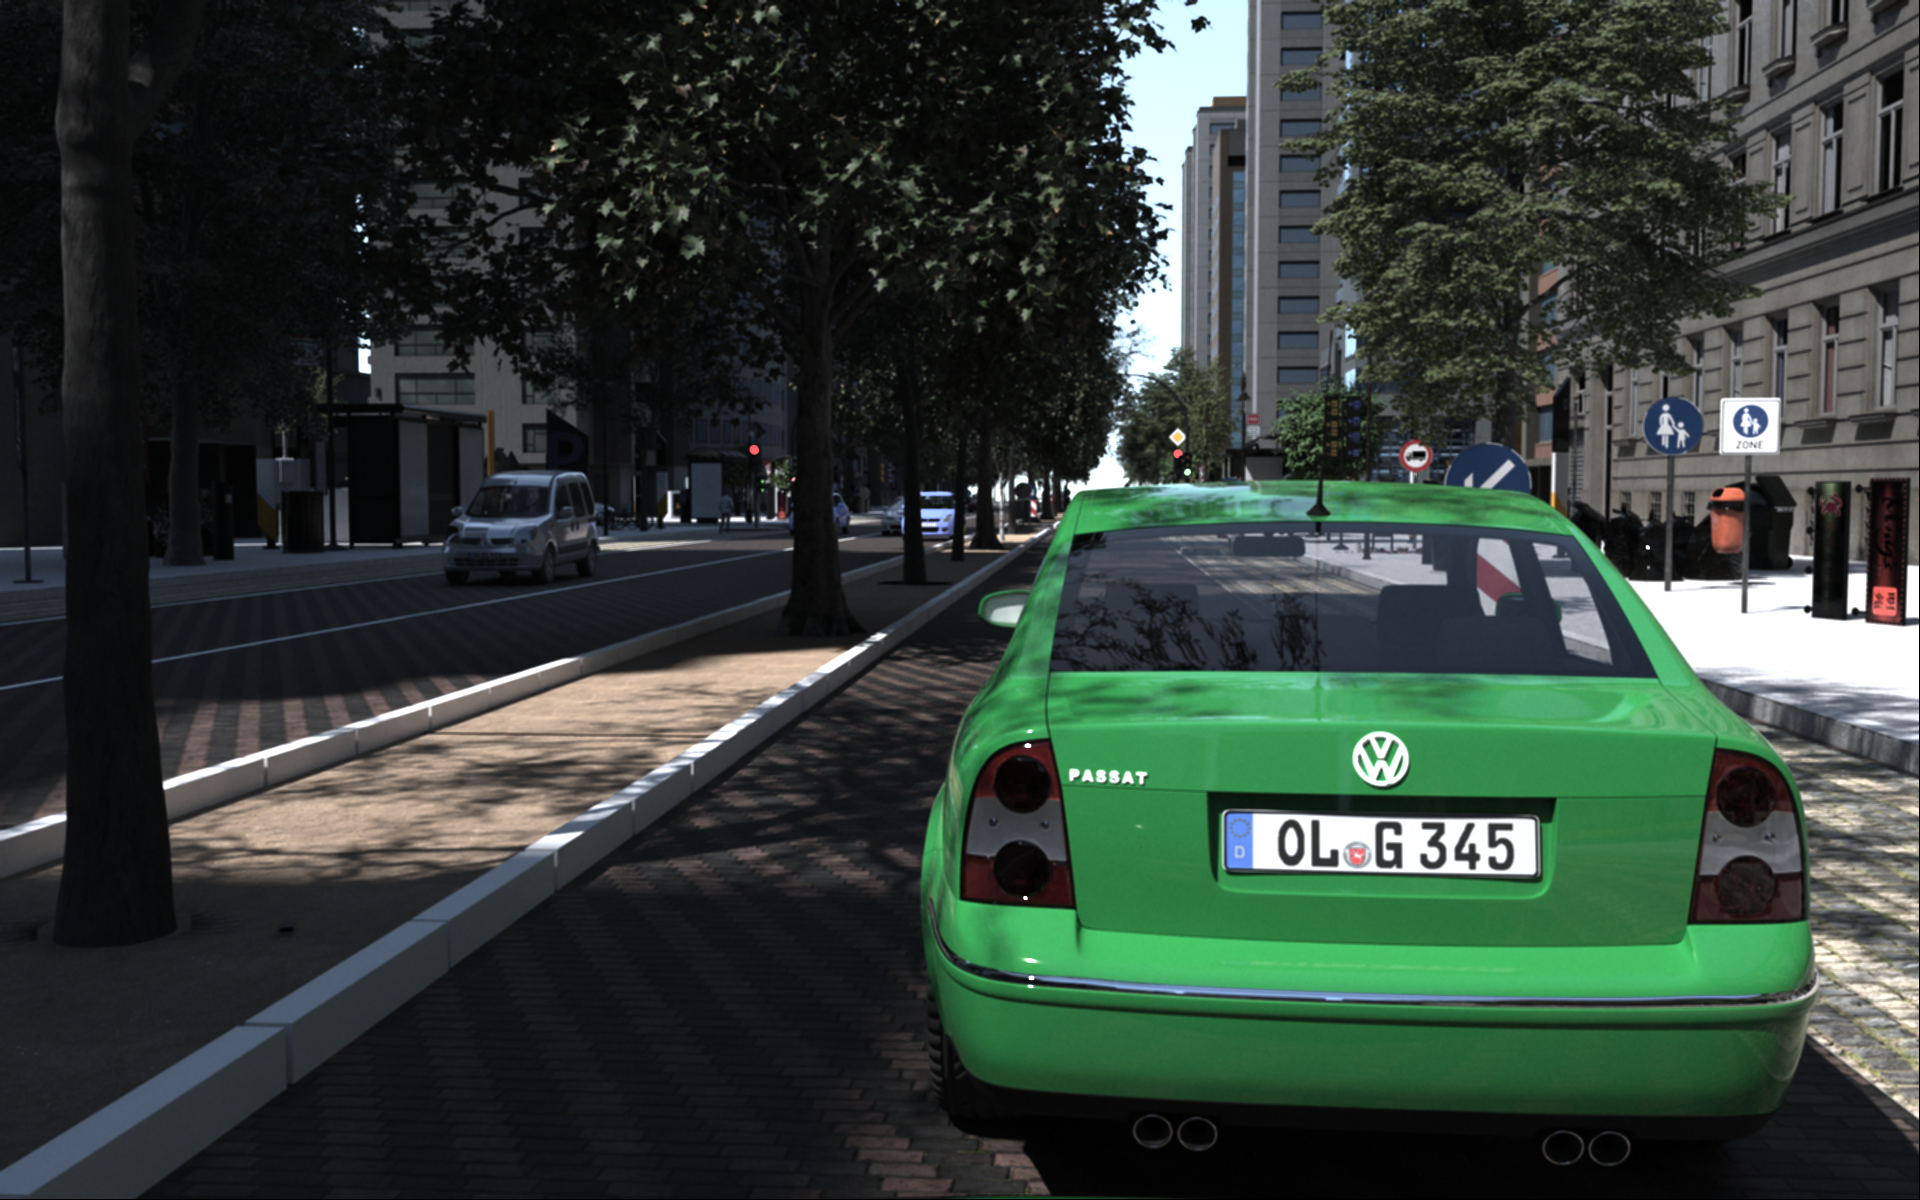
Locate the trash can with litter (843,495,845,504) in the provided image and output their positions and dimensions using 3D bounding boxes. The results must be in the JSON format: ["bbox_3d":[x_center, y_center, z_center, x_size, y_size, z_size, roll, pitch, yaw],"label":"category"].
[{"bbox_3d":[-9.700,-8.061,142.854,1.678,1.210,2.233,1,4,15],"label":"trash can with litter"}]

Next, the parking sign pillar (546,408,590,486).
[{"bbox_3d":[-12.305,-4.029,54.347,1.447,3.967,1.447,0,4,-5],"label":"parking sign pillar"}]

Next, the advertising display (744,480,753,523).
[{"bbox_3d":[-9.526,-4.466,78.235,0.123,1.923,0.974,1,4,9],"label":"advertising display"}]

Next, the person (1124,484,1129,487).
[{"bbox_3d":[5.976,-3.259,61.967,0.419,1.800,0.721,1,4,12],"label":"person"}]

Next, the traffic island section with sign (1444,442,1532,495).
[{"bbox_3d":[4.027,-0.337,14.142,1.989,1.847,2.006,0,4,5],"label":"traffic island section with sign"}]

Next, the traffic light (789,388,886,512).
[{"bbox_3d":[-5.106,-6.115,74.648,4.771,5.953,1.251,0,4,5],"label":"traffic light"}]

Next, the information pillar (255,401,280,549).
[{"bbox_3d":[-16.119,-2.991,40.257,0.504,3.616,0.183,1,4,17],"label":"information pillar"}]

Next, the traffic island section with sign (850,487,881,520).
[{"bbox_3d":[-5.387,-5.430,97.411,1.989,1.847,2.006,0,4,5],"label":"traffic island section with sign"}]

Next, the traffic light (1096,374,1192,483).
[{"bbox_3d":[6.461,-5.557,65.526,4.771,5.953,1.251,0,4,5],"label":"traffic light"}]

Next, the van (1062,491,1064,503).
[{"bbox_3d":[12.659,-13.194,222.724,2.013,2.044,4.112,0,4,3],"label":"van"}]

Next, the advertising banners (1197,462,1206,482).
[{"bbox_3d":[14.119,-6.097,95.877,2.074,3.025,0.090,0,4,6],"label":"advertising banners"}]

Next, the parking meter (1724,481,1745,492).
[{"bbox_3d":[14.867,-1.521,33.278,0.372,1.533,0.369,0,3,0],"label":"parking meter"}]

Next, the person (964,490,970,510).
[{"bbox_3d":[0.633,-9.184,158.522,0.599,1.838,0.709,1,4,20],"label":"person"}]

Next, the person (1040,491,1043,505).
[{"bbox_3d":[11.391,-14.005,237.420,1.348,1.831,0.705,3,5,44],"label":"person"}]

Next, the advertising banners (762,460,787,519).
[{"bbox_3d":[-9.090,-5.658,88.693,2.074,3.025,0.090,0,4,-3],"label":"advertising banners"}]

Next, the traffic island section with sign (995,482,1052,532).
[{"bbox_3d":[2.379,-3.561,66.356,2.006,1.907,1.989,0,4,5],"label":"traffic island section with sign"}]

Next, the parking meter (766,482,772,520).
[{"bbox_3d":[-9.494,-4.927,86.263,0.255,1.863,0.399,-1,4,-13],"label":"parking meter"}]

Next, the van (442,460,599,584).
[{"bbox_3d":[-7.287,-1.339,28.912,2.013,2.044,4.112,0,4,3],"label":"van"}]

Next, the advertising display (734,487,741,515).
[{"bbox_3d":[-13.554,-6.131,105.454,0.123,1.923,0.974,1,4,12],"label":"advertising display"}]

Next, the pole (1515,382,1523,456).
[{"bbox_3d":[10.149,-2.314,31.679,0.158,3.312,0.155,0,3,0],"label":"pole"}]

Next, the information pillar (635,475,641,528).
[{"bbox_3d":[-12.131,-3.746,65.736,0.304,2.012,0.304,1,4,22],"label":"information pillar"}]

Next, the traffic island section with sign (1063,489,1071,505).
[{"bbox_3d":[9.158,-8.593,148.624,2.006,1.907,1.989,0,4,5],"label":"traffic island section with sign"}]

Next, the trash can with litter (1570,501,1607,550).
[{"bbox_3d":[10.495,-1.036,28.331,1.055,1.170,0.624,3,5,45],"label":"trash can with litter"}]

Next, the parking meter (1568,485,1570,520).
[{"bbox_3d":[16.926,-2.460,48.632,0.372,1.533,0.369,0,3,0],"label":"parking meter"}]

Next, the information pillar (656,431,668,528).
[{"bbox_3d":[-11.123,-4.480,64.596,0.504,3.616,0.183,2,4,32],"label":"information pillar"}]

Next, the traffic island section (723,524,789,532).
[{"bbox_3d":[-7.893,-2.733,66.964,2.009,0.180,2.903,0,4,5],"label":"traffic island section"}]

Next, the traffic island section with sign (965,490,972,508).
[{"bbox_3d":[0.884,-10.083,173.491,1.989,1.847,2.006,0,4,5],"label":"traffic island section with sign"}]

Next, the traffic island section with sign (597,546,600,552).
[{"bbox_3d":[-9.918,-2.062,42.347,1.989,1.847,2.006,0,4,5],"label":"traffic island section with sign"}]

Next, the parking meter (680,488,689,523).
[{"bbox_3d":[-12.214,-4.180,76.751,0.372,1.533,0.369,0,3,0],"label":"parking meter"}]

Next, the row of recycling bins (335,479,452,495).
[{"bbox_3d":[-15.671,-2.534,48.537,3.534,1.692,1.069,-2,4,-32],"label":"row of recycling bins"}]

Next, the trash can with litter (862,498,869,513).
[{"bbox_3d":[-6.501,-6.544,118.380,0.624,1.170,1.055,0,4,-3],"label":"trash can with litter"}]

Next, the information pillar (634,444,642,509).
[{"bbox_3d":[-14.986,-5.460,80.631,0.183,3.616,0.504,2,4,32],"label":"information pillar"}]

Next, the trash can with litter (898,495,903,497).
[{"bbox_3d":[-4.957,-8.449,149.533,1.055,1.170,0.624,-2,4,-32],"label":"trash can with litter"}]

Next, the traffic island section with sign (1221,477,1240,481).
[{"bbox_3d":[6.244,-1.981,41.011,1.989,1.847,2.006,0,4,5],"label":"traffic island section with sign"}]

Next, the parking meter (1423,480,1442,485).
[{"bbox_3d":[8.644,-1.421,31.641,0.372,1.533,0.369,0,3,0],"label":"parking meter"}]

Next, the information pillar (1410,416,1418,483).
[{"bbox_3d":[11.901,-3.308,45.439,0.183,3.616,0.504,2,4,28],"label":"information pillar"}]

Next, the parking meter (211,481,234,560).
[{"bbox_3d":[-14.361,-1.549,33.738,0.372,1.533,0.369,0,3,0],"label":"parking meter"}]

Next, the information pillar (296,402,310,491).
[{"bbox_3d":[-15.346,-3.004,40.475,0.183,3.616,0.504,0,4,6],"label":"information pillar"}]

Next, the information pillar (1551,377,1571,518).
[{"bbox_3d":[11.956,-2.637,34.475,0.504,3.616,0.183,-3,4,-39],"label":"information pillar"}]

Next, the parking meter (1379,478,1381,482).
[{"bbox_3d":[15.696,-3.568,64.046,0.399,1.863,0.255,0,4,7],"label":"parking meter"}]

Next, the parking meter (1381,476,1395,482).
[{"bbox_3d":[13.761,-3.048,55.539,0.255,1.863,0.399,2,4,26],"label":"parking meter"}]

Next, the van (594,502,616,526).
[{"bbox_3d":[-16.153,-3.905,70.854,4.112,2.044,2.013,0,4,5],"label":"van"}]

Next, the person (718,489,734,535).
[{"bbox_3d":[-8.129,-3.052,60.216,0.589,1.601,0.330,1,4,19],"label":"person"}]

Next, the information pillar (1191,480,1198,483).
[{"bbox_3d":[12.004,-5.151,88.703,0.304,2.012,0.304,2,4,29],"label":"information pillar"}]

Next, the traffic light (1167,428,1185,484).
[{"bbox_3d":[9.209,-5.170,73.454,0.839,4.253,0.868,0,4,5],"label":"traffic light"}]

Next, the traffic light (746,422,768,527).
[{"bbox_3d":[-7.854,-4.765,66.826,0.839,4.253,0.868,0,4,5],"label":"traffic light"}]

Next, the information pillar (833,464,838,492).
[{"bbox_3d":[-9.735,-8.766,134.675,0.504,3.616,0.183,0,4,-7],"label":"information pillar"}]

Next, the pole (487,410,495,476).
[{"bbox_3d":[-11.455,-2.967,42.347,0.158,3.312,0.155,0,3,0],"label":"pole"}]
